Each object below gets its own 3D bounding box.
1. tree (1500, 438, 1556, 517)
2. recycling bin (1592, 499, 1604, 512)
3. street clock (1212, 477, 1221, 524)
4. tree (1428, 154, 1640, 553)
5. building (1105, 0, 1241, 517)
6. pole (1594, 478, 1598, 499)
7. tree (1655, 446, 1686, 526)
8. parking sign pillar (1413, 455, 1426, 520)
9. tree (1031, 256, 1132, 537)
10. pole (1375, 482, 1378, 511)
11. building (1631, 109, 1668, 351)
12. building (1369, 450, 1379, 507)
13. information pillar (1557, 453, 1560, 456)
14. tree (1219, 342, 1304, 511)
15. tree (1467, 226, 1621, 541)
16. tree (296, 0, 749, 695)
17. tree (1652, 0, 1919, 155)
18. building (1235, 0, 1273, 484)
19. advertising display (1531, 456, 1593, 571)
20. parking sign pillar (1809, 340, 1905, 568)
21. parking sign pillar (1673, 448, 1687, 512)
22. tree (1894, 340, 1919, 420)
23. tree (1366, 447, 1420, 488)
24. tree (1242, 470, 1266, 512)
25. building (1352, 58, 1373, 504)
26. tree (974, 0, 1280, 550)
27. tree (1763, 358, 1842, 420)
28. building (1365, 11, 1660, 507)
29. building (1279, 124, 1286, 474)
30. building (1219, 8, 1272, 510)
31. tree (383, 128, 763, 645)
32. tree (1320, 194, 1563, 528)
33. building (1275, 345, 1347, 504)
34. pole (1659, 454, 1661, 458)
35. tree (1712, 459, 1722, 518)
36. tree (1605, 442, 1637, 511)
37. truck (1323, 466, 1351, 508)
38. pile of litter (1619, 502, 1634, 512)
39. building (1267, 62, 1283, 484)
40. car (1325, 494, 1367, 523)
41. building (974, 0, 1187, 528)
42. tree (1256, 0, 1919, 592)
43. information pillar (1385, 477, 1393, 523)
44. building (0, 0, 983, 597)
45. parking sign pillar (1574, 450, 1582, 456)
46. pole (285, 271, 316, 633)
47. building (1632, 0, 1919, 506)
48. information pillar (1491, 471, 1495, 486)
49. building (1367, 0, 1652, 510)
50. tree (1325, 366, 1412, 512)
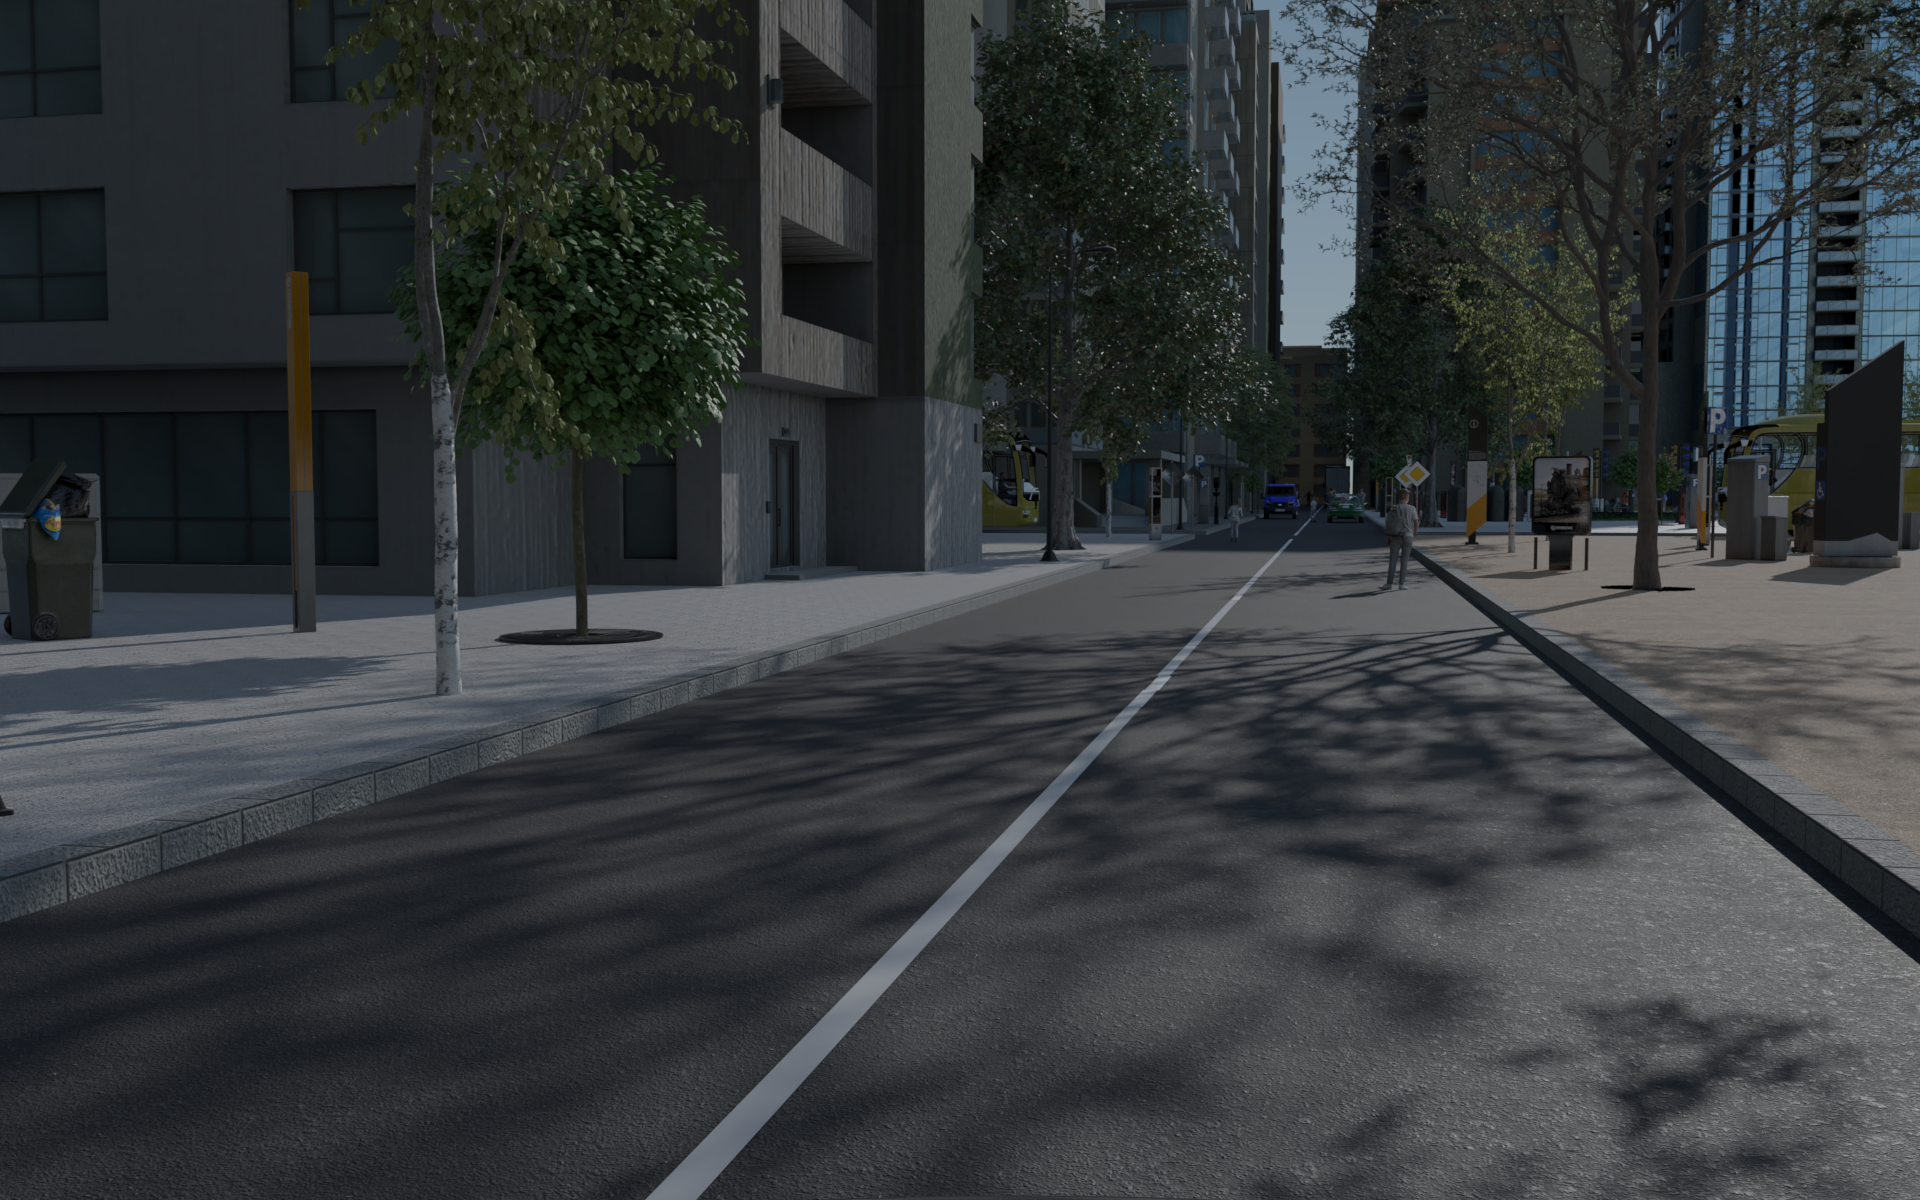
[{"bbox_3d":[31.658,-6.897,96.483,4.285,4.588,4.351,0,3,0],"label":"tree"},{"bbox_3d":[33.865,-4.892,92.532,0.722,1.027,0.722,-3,4,-36],"label":"recycling bin"},{"bbox_3d":[10.877,-4.213,73.448,0.358,2.002,0.471,1,4,15],"label":"street clock"},{"bbox_3d":[12.274,-5.332,37.545,4.360,8.622,3.978,0,3,0],"label":"tree"},{"bbox_3d":[5.937,-29.929,108.955,23.786,49.044,30.456,1,4,12],"label":"building"},{"bbox_3d":[42.485,-7.453,115.697,0.158,3.312,0.155,0,3,0],"label":"pole"},{"bbox_3d":[28.602,-4.624,70.199,1.663,3.219,1.824,0,3,0],"label":"tree"},{"bbox_3d":[23.544,-6.079,87.869,1.447,3.967,1.447,-3,5,-43],"label":"parking sign pillar"},{"bbox_3d":[4.226,-6.188,51.542,4.737,8.622,4.395,0,3,0],"label":"tree"},{"bbox_3d":[31.099,-8.279,129.206,0.158,3.312,0.155,0,3,0],"label":"pole"},{"bbox_3d":[90.627,-36.274,216.776,21.600,48.544,21.300,1,4,12],"label":"building"},{"bbox_3d":[48.181,-24.530,172.759,14.160,30.474,14.107,1,4,12],"label":"building"},{"bbox_3d":[33.982,-6.568,98.734,0.183,3.616,0.504,-1,4,-13],"label":"information pillar"},{"bbox_3d":[22.108,-12.943,129.750,7.486,12.596,7.792,0,3,0],"label":"tree"},{"bbox_3d":[16.237,-5.956,47.744,4.737,8.622,4.395,0,3,0],"label":"tree"},{"bbox_3d":[-3.044,-3.701,10.878,4.737,8.622,4.395,0,3,0],"label":"tree"},{"bbox_3d":[5.193,-4.451,7.179,8.767,10.594,7.601,3,5,43],"label":"tree"},{"bbox_3d":[18.740,-44.151,160.121,20.563,71.187,20.611,1,4,12],"label":"building"},{"bbox_3d":[10.171,-1.472,29.283,0.974,1.923,0.123,3,4,35],"label":"advertising display"},{"bbox_3d":[15.846,-2.574,30.554,1.447,3.967,1.447,0,4,1],"label":"parking sign pillar"},{"bbox_3d":[42.203,-6.911,101.464,1.447,3.967,1.447,1,4,10],"label":"parking sign pillar"},{"bbox_3d":[45.360,-8.070,82.314,4.737,8.622,4.395,0,3,0],"label":"tree"},{"bbox_3d":[25.172,-7.077,99.429,4.285,4.588,4.351,0,3,0],"label":"tree"},{"bbox_3d":[21.173,-7.945,124.508,1.663,3.219,1.824,0,3,0],"label":"tree"},{"bbox_3d":[65.345,-41.626,222.591,28.212,58.520,21.231,1,4,12],"label":"building"},{"bbox_3d":[2.507,-7.501,39.645,9.611,12.733,9.660,0,3,0],"label":"tree"},{"bbox_3d":[46.083,-8.821,94.584,4.737,8.622,4.395,0,3,0],"label":"tree"},{"bbox_3d":[59.250,-36.801,190.937,28.713,52.752,27.495,1,4,12],"label":"building"},{"bbox_3d":[21.848,-35.508,200.167,30.456,49.044,23.786,1,4,12],"label":"building"},{"bbox_3d":[18.224,-28.125,143.433,14.154,41.232,14.086,1,4,12],"label":"building"},{"bbox_3d":[-3.390,-1.936,15.366,4.285,4.588,4.351,0,3,0],"label":"tree"},{"bbox_3d":[18.082,-9.130,66.288,9.611,12.733,9.660,0,3,0],"label":"tree"},{"bbox_3d":[37.022,-23.689,232.352,28.899,21.520,27.650,1,4,12],"label":"building"},{"bbox_3d":[35.354,-5.722,87.397,0.158,3.312,0.155,0,3,0],"label":"pole"},{"bbox_3d":[41.365,-6.118,94.639,1.663,3.219,1.824,0,3,0],"label":"tree"},{"bbox_3d":[42.717,-7.719,109.921,4.285,4.588,4.351,0,3,0],"label":"tree"},{"bbox_3d":[38.703,-11.556,177.850,2.839,4.237,11.283,1,4,12],"label":"truck"},{"bbox_3d":[34.927,-4.693,90.698,1.176,0.858,1.719,-2,4,-29],"label":"pile of litter"},{"bbox_3d":[25.820,-32.307,178.324,14.600,45.320,14.200,1,4,12],"label":"building"},{"bbox_3d":[19.543,-4.644,87.734,2.131,1.459,4.920,1,4,12],"label":"car"},{"bbox_3d":[-6.648,-23.491,75.965,32.217,40.220,23.993,1,4,12],"label":"building"},{"bbox_3d":[9.051,-6.875,22.782,12.009,13.543,11.850,0,3,0],"label":"tree"},{"bbox_3d":[18.743,-4.352,75.655,0.304,2.012,0.304,1,4,16],"label":"information pillar"},{"bbox_3d":[-7.882,-15.622,27.123,14.160,30.474,14.107,1,4,12],"label":"building"},{"bbox_3d":[37.604,-7.235,106.762,1.447,3.967,1.447,0,4,-6],"label":"parking sign pillar"},{"bbox_3d":[-6.100,-1.357,16.023,0.158,3.312,0.155,0,3,0],"label":"pole"},{"bbox_3d":[89.970,-53.430,186.253,31.000,86.520,22.319,1,4,12],"label":"building"},{"bbox_3d":[38.662,-8.223,125.804,0.183,3.616,0.504,-1,4,-11],"label":"information pillar"},{"bbox_3d":[46.917,-30.326,150.451,22.147,44.769,28.867,1,4,12],"label":"building"},{"bbox_3d":[29.897,-12.088,123.394,9.928,11.665,9.643,0,3,0],"label":"tree"}]
